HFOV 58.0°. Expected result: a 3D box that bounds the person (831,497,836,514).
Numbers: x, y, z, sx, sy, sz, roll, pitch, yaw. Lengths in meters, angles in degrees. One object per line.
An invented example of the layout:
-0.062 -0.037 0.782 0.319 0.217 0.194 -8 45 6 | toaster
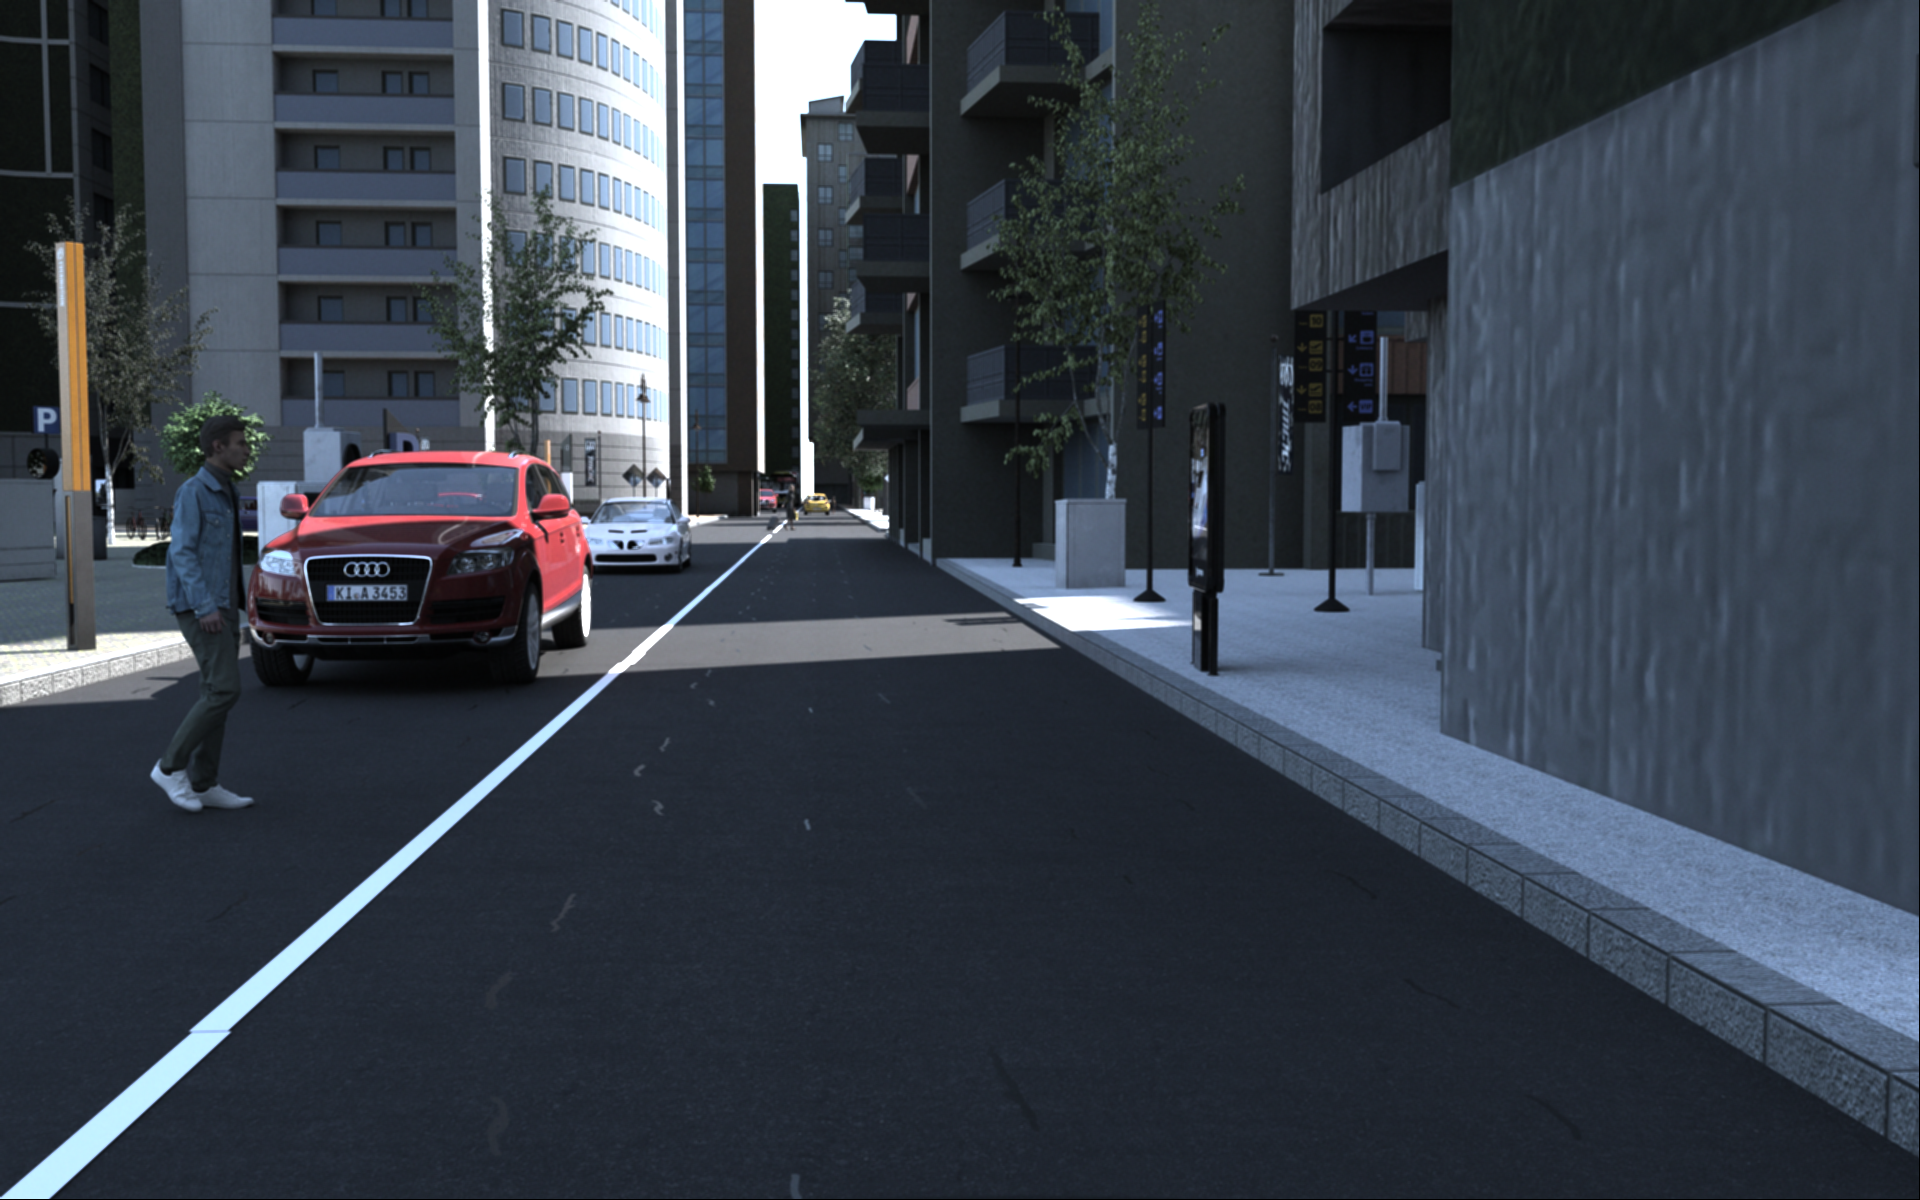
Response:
-9.167 -6.845 125.084 0.362 1.253 0.373 0 4 -4 | person

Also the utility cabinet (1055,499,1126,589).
1.785 -0.769 23.731 1.020 1.237 0.306 -2 4 -34 | utility cabinet

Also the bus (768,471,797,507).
-19.334 -12.119 189.699 2.896 3.916 12.252 0 4 -4 | bus

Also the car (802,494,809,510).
-13.690 -9.237 160.810 2.009 1.686 4.222 0 4 -4 | car

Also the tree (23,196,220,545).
-21.295 -5.706 43.657 4.360 8.622 3.978 0 3 0 | tree

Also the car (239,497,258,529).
-24.886 -2.996 61.569 3.894 1.354 1.945 0 4 -3 | car

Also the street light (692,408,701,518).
-14.181 -7.380 93.458 0.468 5.910 1.993 0 4 -5 | street light

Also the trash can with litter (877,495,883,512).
-5.009 -6.862 123.248 2.233 1.210 1.678 0 4 5 | trash can with litter

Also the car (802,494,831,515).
-9.876 -6.666 119.207 2.015 1.641 3.980 0 4 -6 | car

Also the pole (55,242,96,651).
-7.233 -1.243 14.163 0.158 3.312 0.155 0 3 0 | pole

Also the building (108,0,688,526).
-24.800 -33.026 81.976 21.231 58.520 28.212 0 4 -5 | building

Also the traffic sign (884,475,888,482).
-2.517 -3.844 66.494 0.795 2.450 0.064 0 4 -5 | traffic sign

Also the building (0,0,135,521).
-47.032 -38.746 71.756 20.611 71.187 20.563 0 4 -5 | building

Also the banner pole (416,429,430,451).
-20.670 -4.685 66.623 0.863 3.779 0.401 2 4 27 | banner pole

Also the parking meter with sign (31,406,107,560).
-17.452 -2.310 34.037 1.738 3.016 0.543 2 4 31 | parking meter with sign

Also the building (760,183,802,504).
-28.110 -33.396 229.611 14.086 41.232 14.154 0 4 -5 | building

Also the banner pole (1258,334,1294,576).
5.065 -2.285 27.382 0.401 3.779 0.863 3 5 41 | banner pole

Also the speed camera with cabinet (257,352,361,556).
-8.828 -1.789 23.579 0.660 3.252 2.038 0 4 5 | speed camera with cabinet

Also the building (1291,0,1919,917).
9.400 -14.638 11.033 14.160 30.474 14.107 0 4 -5 | building

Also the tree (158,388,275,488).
-23.122 -4.291 53.869 4.285 4.588 4.351 0 3 0 | tree

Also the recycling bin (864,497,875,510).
-7.264 -7.730 138.932 0.722 1.027 0.722 2 4 24 | recycling bin

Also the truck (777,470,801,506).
-20.207 -13.154 203.986 2.839 4.237 11.283 0 4 -3 | truck

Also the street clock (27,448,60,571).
-14.514 -1.401 27.472 0.471 2.002 0.358 2 4 25 | street clock

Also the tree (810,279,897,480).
-2.864 -10.246 84.527 9.611 12.733 9.660 0 3 0 | tree

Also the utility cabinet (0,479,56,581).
-13.994 -1.039 25.665 0.318 1.500 1.173 1 4 14 | utility cabinet

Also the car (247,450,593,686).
-4.381 -0.369 14.714 2.281 1.827 5.304 0 4 -5 | car

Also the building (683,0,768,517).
-19.928 -28.252 112.030 14.600 45.320 14.200 0 4 -5 | building

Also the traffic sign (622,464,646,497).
-10.876 -3.313 57.815 0.795 2.450 0.064 0 4 -5 | traffic sign

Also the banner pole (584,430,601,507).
-14.405 -4.786 68.275 0.863 3.779 0.401 1 4 13 | banner pole

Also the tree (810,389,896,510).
-8.408 -13.217 141.847 9.928 11.665 9.643 0 3 0 | tree

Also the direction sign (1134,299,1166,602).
2.270 -1.751 20.633 0.379 3.537 0.876 -1 4 -14 | direction sign

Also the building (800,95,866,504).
-7.965 -39.676 237.934 27.495 52.752 28.713 0 4 -5 | building

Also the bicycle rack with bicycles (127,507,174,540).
-22.094 -2.181 49.037 2.852 0.926 2.925 -3 4 -36 | bicycle rack with bicycles

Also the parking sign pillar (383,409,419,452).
-17.742 -4.081 55.188 1.447 3.967 1.447 1 4 23 | parking sign pillar

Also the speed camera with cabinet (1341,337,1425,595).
5.953 -1.708 22.258 2.038 3.252 0.660 -1 4 -15 | speed camera with cabinet

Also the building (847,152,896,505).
-6.650 -32.214 210.292 14.154 41.232 14.086 0 4 -5 | building

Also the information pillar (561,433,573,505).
-15.148 -4.612 66.765 0.504 3.616 0.183 2 4 27 | information pillar

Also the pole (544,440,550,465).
-15.603 -4.387 65.571 0.158 3.312 0.155 0 3 0 | pole

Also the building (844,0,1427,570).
8.335 -23.708 42.245 22.147 44.769 28.867 0 4 -5 | building

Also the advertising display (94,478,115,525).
-35.119 -4.032 71.135 0.974 1.923 0.123 1 4 22 | advertising display

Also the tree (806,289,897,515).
-4.299 -12.061 103.858 9.857 13.997 8.962 0 3 0 | tree

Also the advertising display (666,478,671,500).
-11.918 -4.013 70.825 0.123 1.923 0.974 0 4 -6 | advertising display

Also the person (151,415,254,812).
-3.414 0.063 7.817 0.444 1.785 0.601 0 4 0 | person

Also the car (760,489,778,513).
-15.087 -7.598 132.902 2.281 1.827 5.304 0 4 -6 | car

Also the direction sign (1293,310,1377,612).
4.079 -1.645 18.896 0.876 3.537 0.379 1 4 8 | direction sign

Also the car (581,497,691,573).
-6.134 -1.259 32.946 2.083 1.381 4.827 0 4 -5 | car

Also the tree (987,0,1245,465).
2.240 -4.612 25.772 4.737 8.622 4.395 0 3 0 | tree

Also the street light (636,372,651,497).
-12.024 -5.696 65.923 0.468 5.910 1.993 0 4 -5 | street light

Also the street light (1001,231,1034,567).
1.012 -3.525 30.428 0.468 5.910 1.993 0 4 -5 | street light

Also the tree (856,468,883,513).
-6.406 -9.214 134.363 4.285 4.588 4.351 0 3 0 | tree

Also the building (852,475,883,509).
3.799 -19.613 165.709 27.650 21.520 28.899 0 4 -5 | building

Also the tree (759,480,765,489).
-23.541 -12.575 200.196 1.663 3.219 1.824 0 3 0 | tree

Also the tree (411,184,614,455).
-10.301 -5.510 40.455 4.737 8.622 4.395 0 3 0 | tree

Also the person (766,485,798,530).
-7.017 -3.667 68.667 1.509 1.804 0.699 -3 5 -40 | person

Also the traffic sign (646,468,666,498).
-11.533 -3.800 65.773 0.795 2.450 0.064 0 4 -5 | traffic sign

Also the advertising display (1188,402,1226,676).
1.790 -0.453 12.620 0.123 1.923 0.974 0 4 0 | advertising display

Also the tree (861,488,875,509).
-7.914 -9.414 148.512 1.663 3.219 1.824 0 3 0 | tree

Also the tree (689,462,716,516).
-15.263 -6.703 104.192 1.663 3.219 1.824 0 3 0 | tree

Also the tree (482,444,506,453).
-17.936 -4.398 66.507 1.663 3.219 1.824 0 3 0 | tree

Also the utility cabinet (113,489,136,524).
-35.580 -3.976 73.689 0.318 1.500 1.173 2 4 31 | utility cabinet
